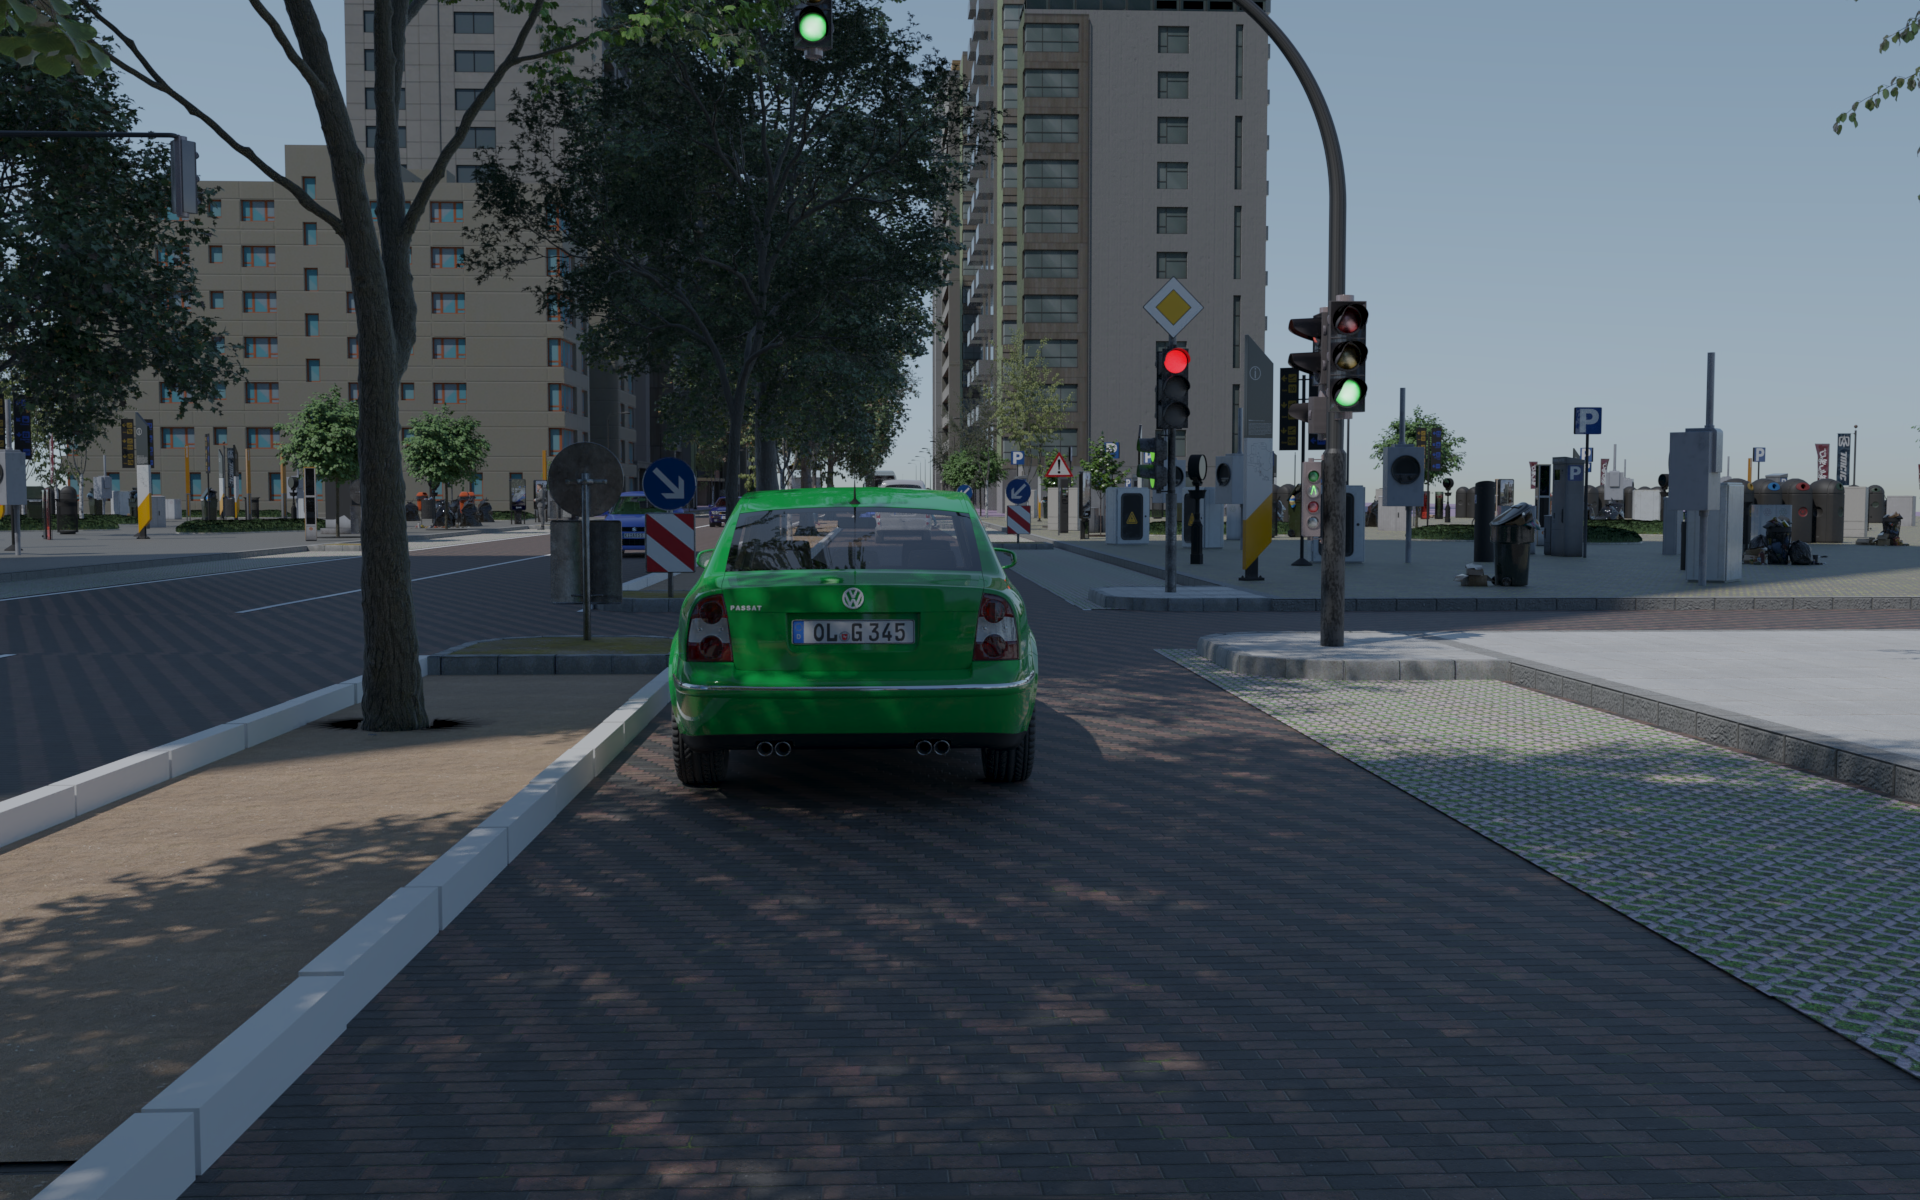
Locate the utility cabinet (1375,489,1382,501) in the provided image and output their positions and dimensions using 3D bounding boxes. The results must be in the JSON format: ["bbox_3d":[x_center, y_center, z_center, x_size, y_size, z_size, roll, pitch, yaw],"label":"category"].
[{"bbox_3d":[18.140,-3.939,73.085,1.173,1.500,0.318,3,5,39],"label":"utility cabinet"}]

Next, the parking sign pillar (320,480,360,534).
[{"bbox_3d":[-19.869,-4.116,55.771,1.447,3.967,1.447,2,4,32],"label":"parking sign pillar"}]

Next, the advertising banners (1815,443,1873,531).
[{"bbox_3d":[30.563,-3.900,59.954,2.074,3.025,0.090,0,4,-2],"label":"advertising banners"}]

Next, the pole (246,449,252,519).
[{"bbox_3d":[-32.087,-5.155,78.125,0.158,3.312,0.155,0,3,0],"label":"pole"}]

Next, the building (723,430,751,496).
[{"bbox_3d":[-42.200,-23.295,225.910,27.650,21.520,28.899,0,4,-3],"label":"building"}]

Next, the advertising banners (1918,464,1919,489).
[{"bbox_3d":[56.029,-6.337,99.800,0.090,3.025,2.074,-1,4,-18],"label":"advertising banners"}]

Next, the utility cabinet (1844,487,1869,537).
[{"bbox_3d":[26.123,-2.596,51.121,1.173,1.500,0.318,3,5,43],"label":"utility cabinet"}]

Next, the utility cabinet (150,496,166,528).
[{"bbox_3d":[-30.794,-3.357,66.045,0.306,1.237,1.020,2,4,24],"label":"utility cabinet"}]

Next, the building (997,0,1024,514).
[{"bbox_3d":[9.447,-26.643,119.202,14.154,41.232,14.086,0,4,-3],"label":"building"}]

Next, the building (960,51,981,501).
[{"bbox_3d":[6.919,-29.393,164.168,14.154,41.232,14.086,0,4,-3],"label":"building"}]

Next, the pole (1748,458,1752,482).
[{"bbox_3d":[44.741,-6.381,98.166,0.158,3.312,0.155,0,3,0],"label":"pole"}]

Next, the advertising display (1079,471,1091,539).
[{"bbox_3d":[3.554,-2.696,49.292,0.123,1.923,0.974,1,4,18],"label":"advertising display"}]

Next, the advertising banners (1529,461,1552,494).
[{"bbox_3d":[31.418,-5.915,92.902,2.074,3.025,0.090,-1,4,-13],"label":"advertising banners"}]

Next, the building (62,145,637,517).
[{"bbox_3d":[-36.644,-16.235,110.479,27.650,21.520,28.899,0,4,-3],"label":"building"}]

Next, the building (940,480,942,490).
[{"bbox_3d":[13.773,-32.153,217.588,32.217,40.220,23.993,0,4,-3],"label":"building"}]

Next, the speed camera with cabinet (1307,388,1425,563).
[{"bbox_3d":[7.528,-2.312,32.140,2.038,3.252,0.660,0,4,4],"label":"speed camera with cabinet"}]

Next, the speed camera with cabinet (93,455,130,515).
[{"bbox_3d":[-43.570,-5.798,89.137,0.660,3.252,2.038,1,4,20],"label":"speed camera with cabinet"}]

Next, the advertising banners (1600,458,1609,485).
[{"bbox_3d":[30.966,-5.427,84.922,2.074,3.025,0.090,-1,4,-19],"label":"advertising banners"}]

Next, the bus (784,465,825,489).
[{"bbox_3d":[-11.625,-8.495,130.447,2.896,3.916,12.252,0,4,-4],"label":"bus"}]

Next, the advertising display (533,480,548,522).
[{"bbox_3d":[-19.031,-4.490,78.619,0.123,1.923,0.974,1,4,20],"label":"advertising display"}]

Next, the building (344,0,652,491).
[{"bbox_3d":[-34.198,-42.562,134.139,20.563,71.187,20.611,0,4,-3],"label":"building"}]

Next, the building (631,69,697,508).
[{"bbox_3d":[-31.241,-28.740,153.495,14.154,41.232,14.086,0,4,-3],"label":"building"}]

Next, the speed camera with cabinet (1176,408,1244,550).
[{"bbox_3d":[5.950,-2.811,40.294,0.660,3.252,2.038,-2,4,-26],"label":"speed camera with cabinet"}]

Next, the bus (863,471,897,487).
[{"bbox_3d":[-6.528,-8.982,141.720,2.948,3.499,13.247,0,4,-3],"label":"bus"}]

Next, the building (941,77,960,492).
[{"bbox_3d":[8.971,-34.892,194.183,21.300,48.544,21.600,0,4,-3],"label":"building"}]

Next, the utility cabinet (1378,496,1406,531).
[{"bbox_3d":[15.153,-3.021,60.555,1.020,1.237,0.306,1,4,23],"label":"utility cabinet"}]

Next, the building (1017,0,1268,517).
[{"bbox_3d":[10.294,-20.394,105.141,14.160,30.474,14.107,0,4,-3],"label":"building"}]

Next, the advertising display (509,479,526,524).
[{"bbox_3d":[-18.745,-4.171,73.414,0.123,1.923,0.974,2,4,24],"label":"advertising display"}]

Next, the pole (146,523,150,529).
[{"bbox_3d":[-30.085,-4.288,63.959,0.158,3.312,0.155,0,3,0],"label":"pole"}]

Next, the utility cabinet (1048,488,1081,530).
[{"bbox_3d":[3.663,-3.177,60.624,1.173,1.500,0.318,2,4,31],"label":"utility cabinet"}]

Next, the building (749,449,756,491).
[{"bbox_3d":[-35.687,-29.136,248.073,14.160,30.474,14.107,0,4,-3],"label":"building"}]

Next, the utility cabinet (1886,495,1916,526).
[{"bbox_3d":[37.592,-3.548,69.173,0.306,1.237,1.020,-2,4,-35],"label":"utility cabinet"}]

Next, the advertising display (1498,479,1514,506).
[{"bbox_3d":[23.078,-4.160,73.229,0.974,1.923,0.123,-3,4,-37],"label":"advertising display"}]

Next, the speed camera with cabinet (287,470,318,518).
[{"bbox_3d":[-33.980,-5.817,89.449,0.660,3.252,2.038,1,4,9],"label":"speed camera with cabinet"}]

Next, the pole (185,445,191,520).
[{"bbox_3d":[-31.991,-4.765,71.749,0.158,3.312,0.155,0,3,0],"label":"pole"}]

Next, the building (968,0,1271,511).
[{"bbox_3d":[12.124,-31.946,141.924,23.786,49.044,30.456,0,4,-3],"label":"building"}]

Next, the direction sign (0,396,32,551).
[{"bbox_3d":[-21.465,-2.886,39.175,0.876,3.537,0.379,-3,5,-42],"label":"direction sign"}]

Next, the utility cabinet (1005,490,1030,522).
[{"bbox_3d":[2.534,-4.282,78.695,0.318,1.500,1.173,-3,5,-39],"label":"utility cabinet"}]

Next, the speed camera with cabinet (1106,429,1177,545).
[{"bbox_3d":[4.721,-3.036,43.968,2.038,3.252,0.660,-2,4,-25],"label":"speed camera with cabinet"}]

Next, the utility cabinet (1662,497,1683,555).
[{"bbox_3d":[15.262,-1.583,37.045,0.306,1.237,1.020,2,4,29],"label":"utility cabinet"}]

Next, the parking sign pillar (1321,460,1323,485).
[{"bbox_3d":[20.387,-6.546,95.496,1.447,3.967,1.447,-2,4,-24],"label":"parking sign pillar"}]

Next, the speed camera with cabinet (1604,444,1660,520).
[{"bbox_3d":[26.603,-4.537,68.523,2.038,3.252,0.660,1,4,16],"label":"speed camera with cabinet"}]

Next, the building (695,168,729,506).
[{"bbox_3d":[-37.346,-33.104,195.867,22.147,44.769,28.867,0,4,-3],"label":"building"}]

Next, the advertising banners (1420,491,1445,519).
[{"bbox_3d":[23.714,-5.622,88.114,2.074,3.025,0.090,-1,4,-10],"label":"advertising banners"}]

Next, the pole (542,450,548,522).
[{"bbox_3d":[-19.346,-5.316,80.755,0.158,3.312,0.155,0,3,0],"label":"pole"}]

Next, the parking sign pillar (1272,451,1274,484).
[{"bbox_3d":[13.583,-5.479,78.046,1.447,3.967,1.447,-2,4,-29],"label":"parking sign pillar"}]

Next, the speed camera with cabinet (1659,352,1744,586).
[{"bbox_3d":[10.744,-1.870,24.916,0.660,3.252,2.038,3,4,37],"label":"speed camera with cabinet"}]

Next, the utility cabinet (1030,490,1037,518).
[{"bbox_3d":[3.528,-5.100,92.061,1.173,1.500,0.318,3,4,37],"label":"utility cabinet"}]

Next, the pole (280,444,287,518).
[{"bbox_3d":[-27.621,-4.702,70.725,0.158,3.312,0.155,0,3,0],"label":"pole"}]

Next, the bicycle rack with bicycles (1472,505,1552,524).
[{"bbox_3d":[17.824,-2.558,55.205,2.925,0.926,2.852,1,4,18],"label":"bicycle rack with bicycles"}]

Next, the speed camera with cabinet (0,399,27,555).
[{"bbox_3d":[-20.595,-2.565,36.271,2.038,3.252,0.660,1,4,16],"label":"speed camera with cabinet"}]

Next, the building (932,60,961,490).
[{"bbox_3d":[6.604,-42.861,242.770,21.231,58.520,28.212,0,4,-3],"label":"building"}]

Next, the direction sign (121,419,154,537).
[{"bbox_3d":[-24.787,-3.686,52.264,0.876,3.537,0.379,-2,4,-26],"label":"direction sign"}]
